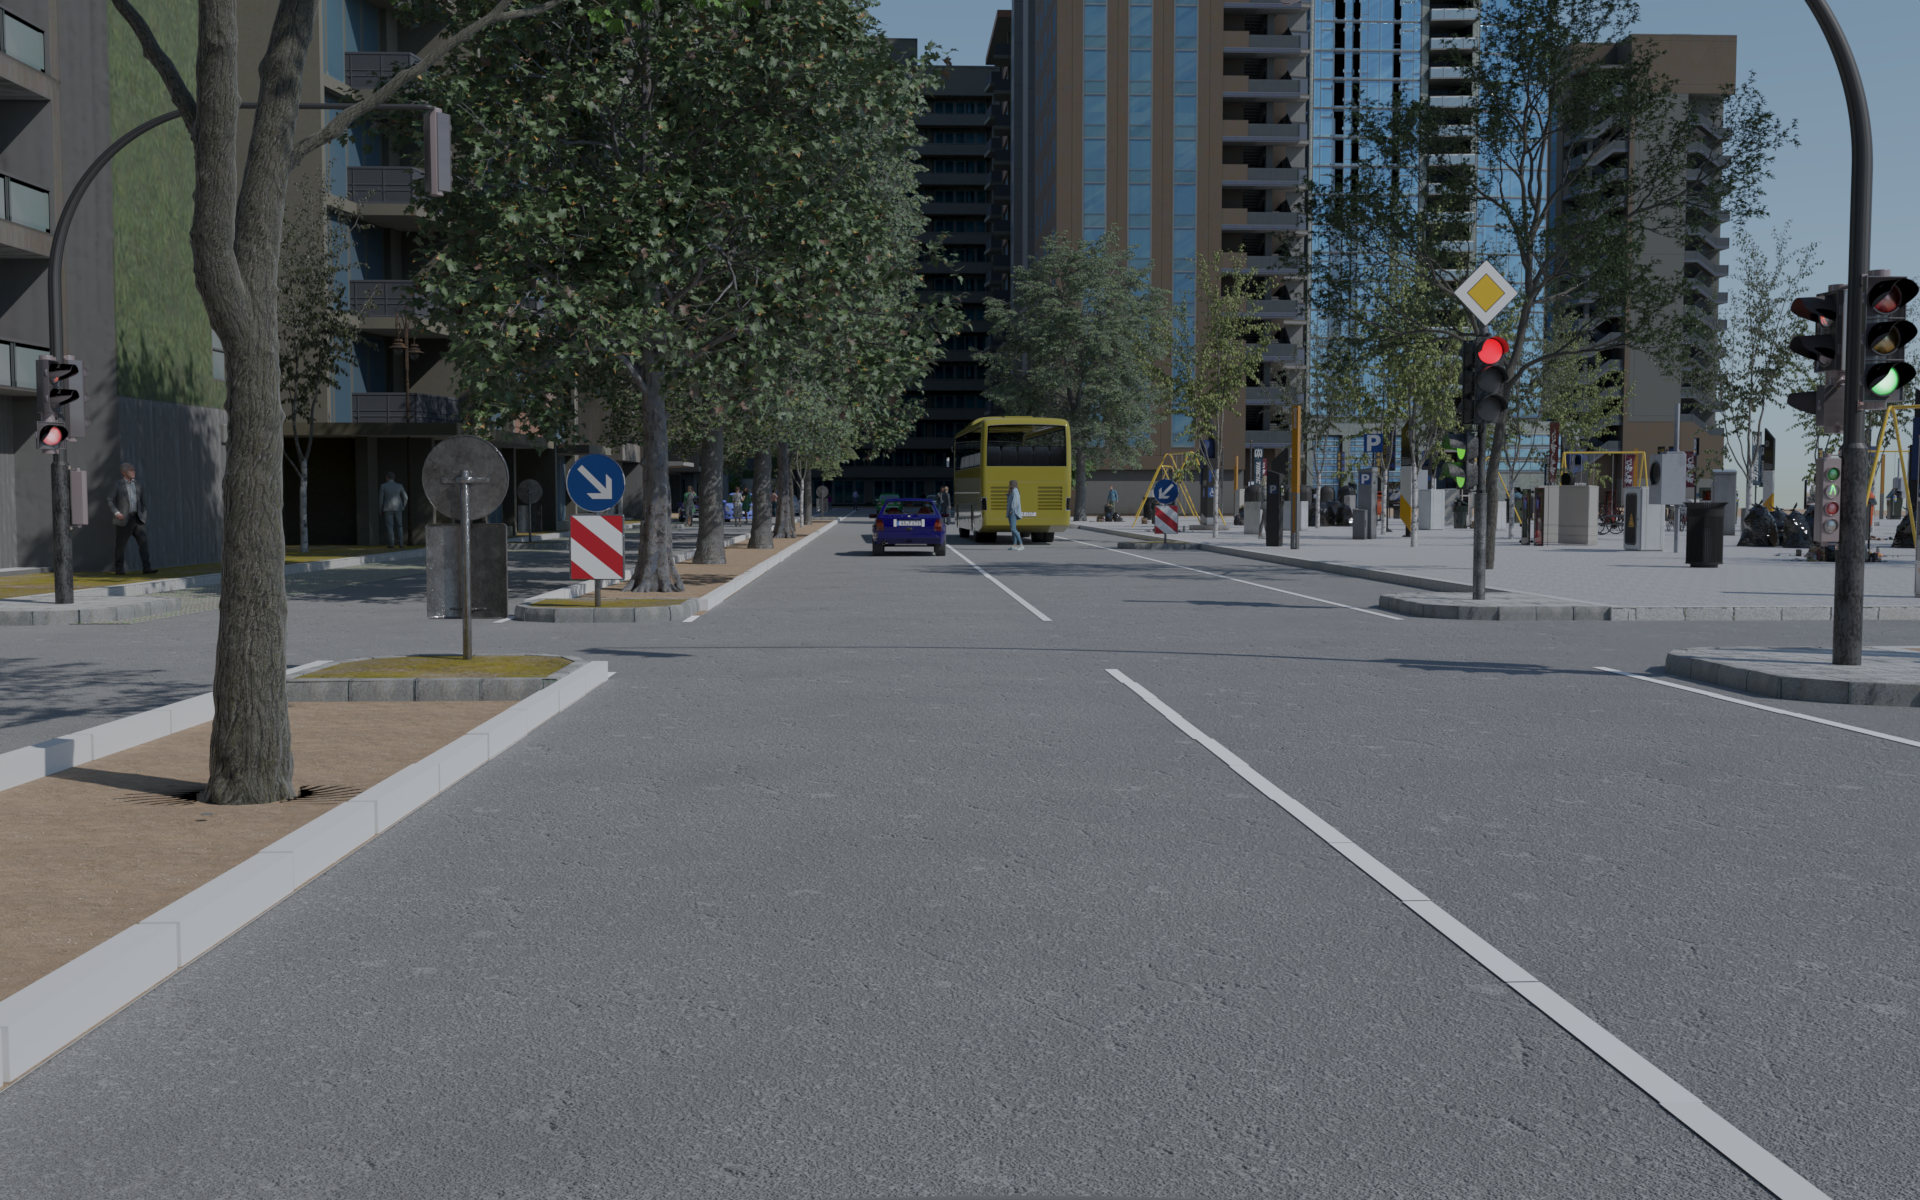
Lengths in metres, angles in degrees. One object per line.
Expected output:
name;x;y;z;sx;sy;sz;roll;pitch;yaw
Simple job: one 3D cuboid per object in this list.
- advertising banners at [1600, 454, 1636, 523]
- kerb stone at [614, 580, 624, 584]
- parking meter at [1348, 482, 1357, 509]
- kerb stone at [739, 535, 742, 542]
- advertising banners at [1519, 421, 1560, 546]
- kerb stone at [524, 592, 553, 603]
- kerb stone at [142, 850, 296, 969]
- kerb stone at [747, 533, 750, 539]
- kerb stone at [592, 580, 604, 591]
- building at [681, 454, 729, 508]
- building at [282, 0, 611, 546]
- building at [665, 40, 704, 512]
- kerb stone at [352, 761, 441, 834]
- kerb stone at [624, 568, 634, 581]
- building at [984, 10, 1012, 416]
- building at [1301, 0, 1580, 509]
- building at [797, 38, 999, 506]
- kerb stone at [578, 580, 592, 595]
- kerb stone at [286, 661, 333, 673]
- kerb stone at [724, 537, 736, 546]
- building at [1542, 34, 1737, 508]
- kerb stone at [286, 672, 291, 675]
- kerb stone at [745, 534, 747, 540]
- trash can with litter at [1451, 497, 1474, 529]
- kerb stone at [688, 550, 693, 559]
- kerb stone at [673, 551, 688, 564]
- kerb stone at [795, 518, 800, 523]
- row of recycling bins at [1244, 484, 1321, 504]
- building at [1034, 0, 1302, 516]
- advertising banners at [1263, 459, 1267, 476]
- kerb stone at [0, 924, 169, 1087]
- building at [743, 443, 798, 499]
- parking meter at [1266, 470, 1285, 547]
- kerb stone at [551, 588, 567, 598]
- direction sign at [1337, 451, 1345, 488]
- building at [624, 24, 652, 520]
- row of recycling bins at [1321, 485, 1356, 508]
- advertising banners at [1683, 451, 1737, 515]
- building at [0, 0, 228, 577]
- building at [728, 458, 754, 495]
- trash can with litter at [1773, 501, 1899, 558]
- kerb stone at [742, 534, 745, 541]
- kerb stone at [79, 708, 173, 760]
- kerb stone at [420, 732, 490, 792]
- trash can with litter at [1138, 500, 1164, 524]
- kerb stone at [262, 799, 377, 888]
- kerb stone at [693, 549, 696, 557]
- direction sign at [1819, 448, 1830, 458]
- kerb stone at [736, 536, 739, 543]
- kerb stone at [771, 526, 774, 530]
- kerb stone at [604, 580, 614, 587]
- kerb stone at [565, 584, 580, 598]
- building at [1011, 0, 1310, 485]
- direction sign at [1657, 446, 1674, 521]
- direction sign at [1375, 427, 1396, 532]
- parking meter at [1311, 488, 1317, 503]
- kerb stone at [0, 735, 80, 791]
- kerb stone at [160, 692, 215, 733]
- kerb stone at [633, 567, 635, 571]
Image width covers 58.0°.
advertising banners;28.765;-4.919;76.617;2.074;3.025;0.090;2;4;24
kerb stone;-5.548;-0.336;27.696;0.120;0.150;1.000;0;4;-3
parking meter;19.260;-4.848;84.982;0.255;1.863;0.399;-3;5;-40
kerb stone;-6.628;-1.772;51.239;0.120;0.150;1.000;0;4;-3
advertising banners;14.323;-2.851;42.808;0.090;3.025;2.074;0;4;-6
kerb stone;-5.257;0.039;21.554;0.120;0.150;1.000;0;4;-3
kerb stone;-2.427;1.011;5.705;0.120;0.150;1.000;0;4;-3
kerb stone;-6.775;-1.963;54.314;0.120;0.150;1.000;0;4;-3
kerb stone;-5.455;-0.211;25.644;0.120;0.150;1.000;0;4;-3
building;-25.181;-21.930;130.259;14.160;30.474;14.107;0;4;-3
building;-23.495;-24.457;54.494;22.147;44.769;28.867;0;4;-3
building;-30.408;-31.742;108.215;28.713;52.752;27.495;0;4;-3
kerb stone;-2.521;0.884;7.749;0.120;0.150;1.000;0;4;-3
kerb stone;-5.587;-0.399;28.719;0.120;0.150;1.000;0;4;-3
building;13.605;-30.771;157.724;22.147;44.769;28.867;0;4;-3
building;40.634;-51.907;161.349;31.000;86.520;22.319;0;4;-3
building;-6.765;-34.549;188.573;21.600;48.544;21.300;0;4;-3
kerb stone;-5.406;-0.148;24.623;0.120;0.150;1.000;0;4;-3
kerb stone;-4.860;0.572;12.836;0.120;0.150;1.000;0;4;-3
kerb stone;-6.529;-1.651;49.194;0.120;0.150;1.000;0;4;-3
building;63.815;-31.613;166.979;14.200;45.320;14.600;0;4;-3
kerb stone;-4.812;0.635;11.806;0.120;0.150;1.000;0;4;-3
kerb stone;-6.722;-1.899;53.291;0.120;0.150;1.000;0;4;-3
trash can with litter;18.708;-3.216;63.971;1.055;1.170;0.624;0;4;1
kerb stone;-6.017;-0.963;37.941;0.120;0.150;1.000;0;4;-3
kerb stone;-5.965;-0.901;36.920;0.120;0.150;1.000;0;4;-3
kerb stone;-8.415;-4.157;90.161;0.120;0.150;1.000;0;4;-3
row of recycling bins;13.648;-4.095;74.060;3.534;1.692;1.069;-2;4;-32
building;12.080;-27.879;105.931;14.600;45.320;14.200;0;4;-3
advertising banners;15.600;-5.461;85.467;2.074;3.025;0.090;-1;4;-16
kerb stone;-2.382;1.074;4.684;0.120;0.150;1.000;0;4;-3
building;-24.457;-30.658;184.858;14.086;41.232;14.154;0;4;-3
parking meter;7.705;-2.239;42.325;0.399;1.863;0.255;2;4;33
kerb stone;-5.310;-0.023;22.575;0.120;0.150;1.000;0;4;-3
direction sign;20.128;-6.092;91.606;0.379;3.537;0.876;3;4;38
building;-22.291;-19.128;84.449;14.160;30.474;14.107;0;4;-3
row of recycling bins;17.162;-4.644;83.037;3.534;1.692;1.069;1;4;8
advertising banners;30.484;-4.541;70.438;2.074;3.025;0.090;2;4;30
building;-20.719;-20.898;25.277;14.154;41.232;14.086;0;4;-3
building;-34.359;-32.951;158.357;30.456;49.044;23.786;0;4;-3
trash can with litter;17.909;-1.491;35.432;2.233;1.210;1.678;2;4;34
kerb stone;-6.673;-1.834;52.261;0.120;0.150;1.000;0;4;-3
kerb stone;-4.717;0.761;9.761;0.120;0.150;1.000;0;4;-3
kerb stone;-2.567;0.827;8.770;0.120;0.150;1.000;0;4;-3
trash can with litter;8.151;-3.817;73.792;1.055;1.170;0.624;0;4;2
kerb stone;-2.480;0.947;6.725;0.120;0.150;1.000;0;4;-3
kerb stone;-6.056;-1.022;38.962;0.120;0.150;1.000;0;4;-3
direction sign;42.381;-5.693;85.082;0.876;3.537;0.379;-2;4;-29
kerb stone;-6.583;-1.707;50.218;0.120;0.150;1.000;0;4;-3
kerb stone;-7.525;-2.967;70.709;0.120;0.150;1.000;0;4;-3
kerb stone;-5.503;-0.273;26.666;0.120;0.150;1.000;0;4;-3
kerb stone;-5.356;-0.086;23.602;0.120;0.150;1.000;0;4;-3
building;14.316;-35.877;128.589;21.231;58.520;28.212;0;4;-3
direction sign;33.508;-5.517;82.192;0.876;3.537;0.379;3;5;44
direction sign;14.432;-4.062;58.414;0.379;3.537;0.876;-1;4;-18
parking meter;15.621;-4.150;76.267;0.372;1.533;0.369;0;3;0
kerb stone;-4.674;0.823;8.740;0.120;0.150;1.000;0;4;-3
kerb stone;-4.765;0.698;10.782;0.120;0.150;1.000;0;4;-3
kerb stone;-5.635;-0.461;29.740;0.120;0.150;1.000;0;4;-3
